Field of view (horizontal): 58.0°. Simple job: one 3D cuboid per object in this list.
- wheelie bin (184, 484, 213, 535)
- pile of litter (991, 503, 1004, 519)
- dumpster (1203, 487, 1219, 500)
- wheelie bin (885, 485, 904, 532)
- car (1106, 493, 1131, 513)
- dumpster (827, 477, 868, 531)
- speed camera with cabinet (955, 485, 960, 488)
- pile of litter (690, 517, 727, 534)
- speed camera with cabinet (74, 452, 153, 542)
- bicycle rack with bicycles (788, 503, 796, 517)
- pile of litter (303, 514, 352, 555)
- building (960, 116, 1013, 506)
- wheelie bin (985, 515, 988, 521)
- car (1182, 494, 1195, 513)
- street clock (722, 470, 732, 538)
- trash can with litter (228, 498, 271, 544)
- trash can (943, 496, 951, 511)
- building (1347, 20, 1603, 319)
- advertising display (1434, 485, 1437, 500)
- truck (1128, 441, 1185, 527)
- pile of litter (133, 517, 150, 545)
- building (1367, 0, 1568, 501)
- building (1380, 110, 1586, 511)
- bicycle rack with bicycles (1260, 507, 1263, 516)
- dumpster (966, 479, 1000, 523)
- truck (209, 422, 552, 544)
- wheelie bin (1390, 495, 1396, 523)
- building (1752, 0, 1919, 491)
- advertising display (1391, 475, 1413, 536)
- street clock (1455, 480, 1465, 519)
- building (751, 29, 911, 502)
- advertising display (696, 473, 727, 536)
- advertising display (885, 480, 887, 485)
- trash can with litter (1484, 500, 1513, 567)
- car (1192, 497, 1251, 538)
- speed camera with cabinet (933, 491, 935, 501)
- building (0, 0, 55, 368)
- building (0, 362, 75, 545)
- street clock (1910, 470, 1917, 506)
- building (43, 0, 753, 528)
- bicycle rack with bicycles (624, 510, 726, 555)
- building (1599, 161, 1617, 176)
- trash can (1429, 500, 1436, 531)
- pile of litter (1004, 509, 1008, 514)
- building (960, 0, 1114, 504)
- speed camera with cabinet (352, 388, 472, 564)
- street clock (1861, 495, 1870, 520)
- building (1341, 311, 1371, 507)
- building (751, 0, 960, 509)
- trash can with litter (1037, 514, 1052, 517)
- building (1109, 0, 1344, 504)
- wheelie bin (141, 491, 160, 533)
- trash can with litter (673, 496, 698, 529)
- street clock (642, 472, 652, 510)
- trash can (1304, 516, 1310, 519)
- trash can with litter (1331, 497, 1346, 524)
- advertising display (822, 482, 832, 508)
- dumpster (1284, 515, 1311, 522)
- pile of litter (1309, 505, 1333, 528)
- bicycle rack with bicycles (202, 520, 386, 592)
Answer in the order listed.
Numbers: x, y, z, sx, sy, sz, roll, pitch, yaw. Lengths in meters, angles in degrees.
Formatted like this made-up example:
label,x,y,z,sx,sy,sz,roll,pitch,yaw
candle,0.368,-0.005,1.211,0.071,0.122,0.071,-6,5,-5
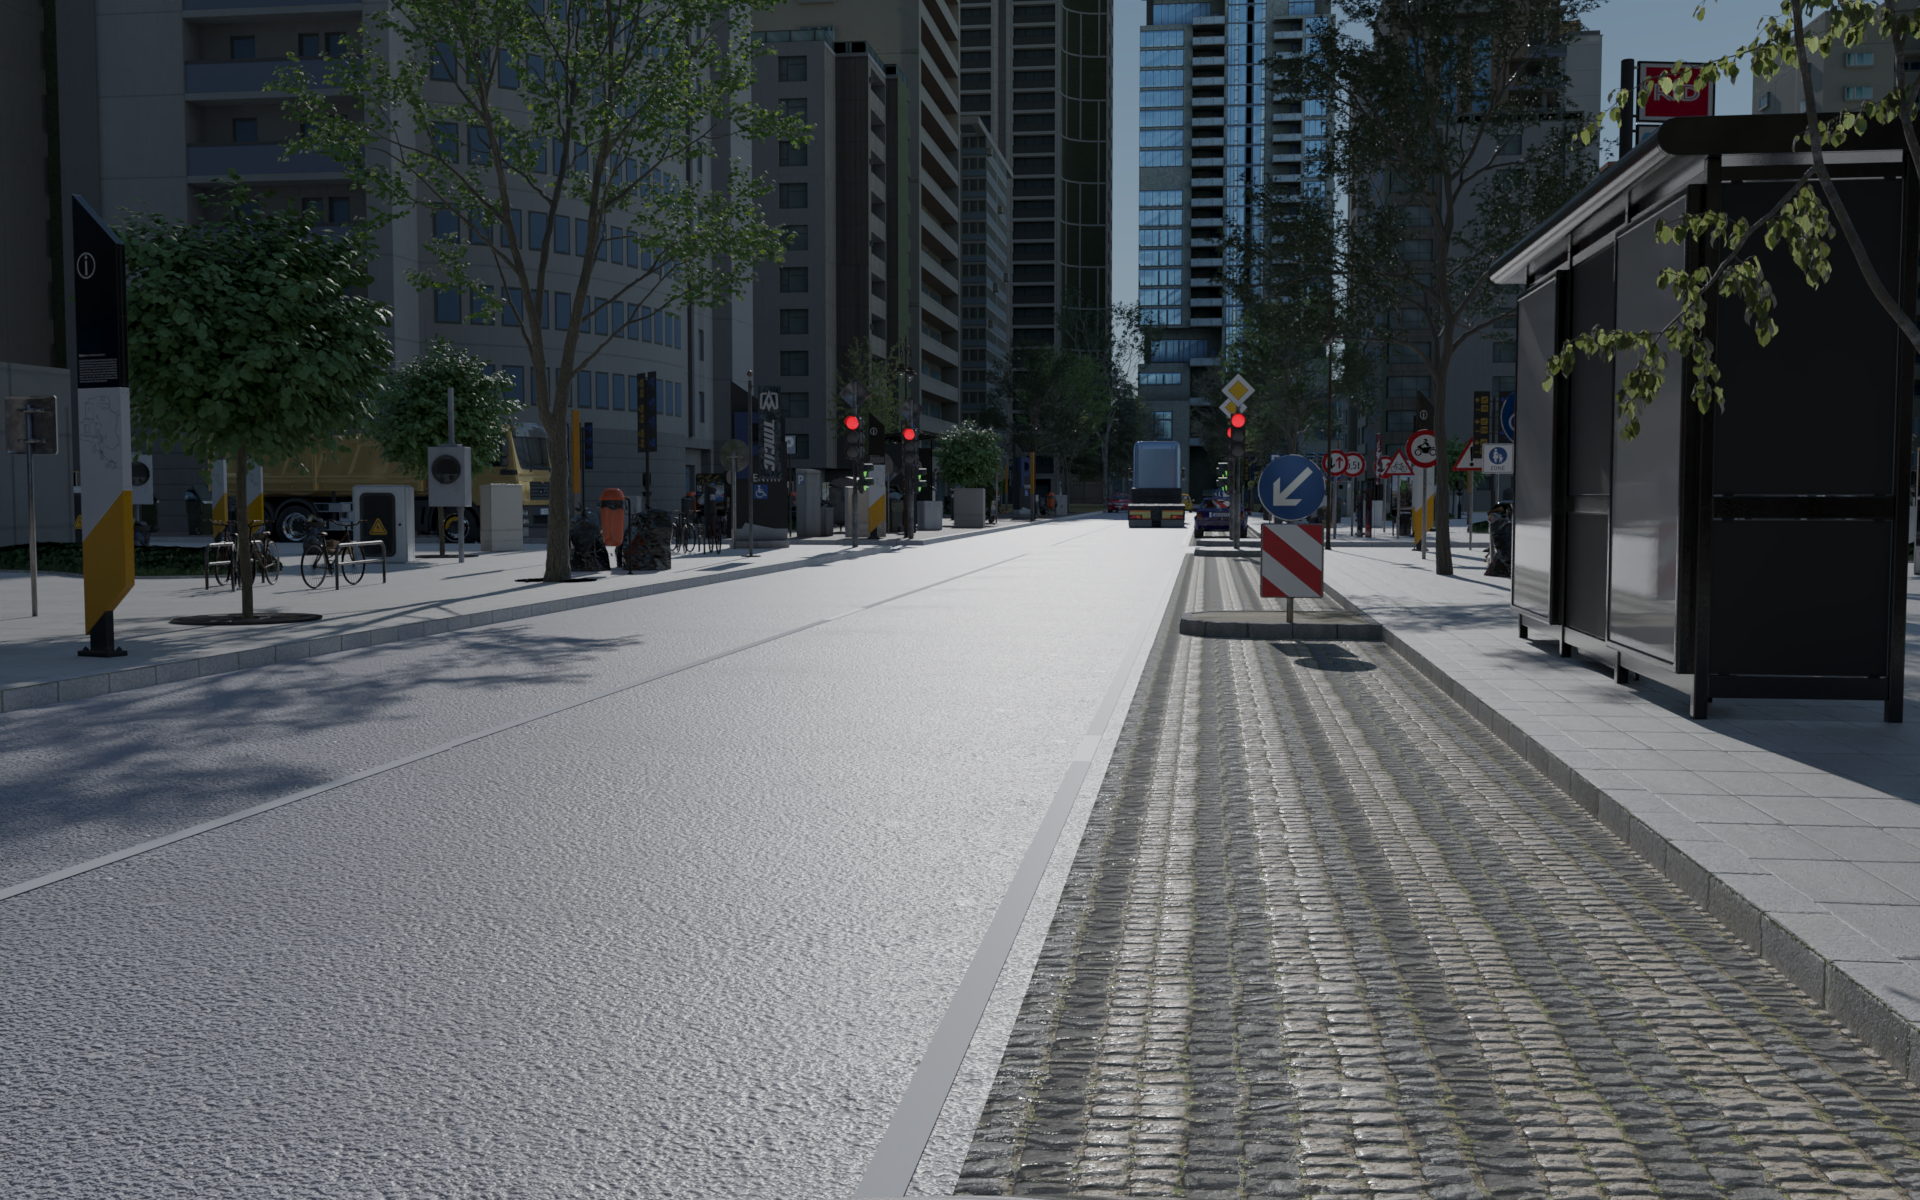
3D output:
label,x,y,z,sx,sy,sz,roll,pitch,yaw
wheelie bin,-23.966,-2.851,54.527,0.693,1.594,0.980,1,4,15
pile of litter,1.233,-4.539,88.180,1.176,0.858,1.719,-1,4,-19
dumpster,28.700,-11.789,197.698,1.985,2.255,1.502,1,4,9
wheelie bin,-2.309,-3.105,58.679,0.693,1.594,0.980,-3,5,-44
car,12.281,-7.557,132.593,2.155,1.783,4.494,1,4,9
dumpster,-3.773,-3.254,58.965,1.264,1.857,1.865,0,4,8
speed camera with cabinet,0.659,-7.691,120.080,2.038,3.252,0.660,1,4,21
pile of litter,-7.921,-2.542,55.535,1.719,0.858,1.176,0,4,5
speed camera with cabinet,-18.763,-2.658,37.802,0.660,3.252,2.038,3,5,41
bicycle rack with bicycles,-7.117,-3.320,67.662,2.925,0.926,2.852,0,4,-8
pile of litter,-13.513,-1.410,37.025,1.176,0.858,1.719,0,4,-4
building,-7.501,-29.602,175.876,23.993,40.220,32.217,0,4,8
wheelie bin,0.931,-4.632,83.637,0.693,1.594,0.980,1,4,23
car,17.128,-7.574,134.060,2.015,1.641,3.980,1,4,9
street clock,-6.693,-2.813,50.558,0.471,2.002,0.358,-3,5,-41
trash can with litter,-18.320,-2.035,44.665,1.055,1.170,0.624,0,4,1
trash can,-0.830,-6.778,122.477,0.748,1.137,0.748,0,3,0
building,64.415,-41.531,221.031,28.212,58.520,21.231,0,4,8
advertising display,30.498,-6.419,110.161,0.123,1.923,0.974,-3,5,-41
truck,9.378,-5.678,82.601,2.967,4.110,18.799,0,4,6
pile of litter,-15.314,-1.154,32.840,1.176,0.858,1.719,-1,4,-12
building,42.830,-30.465,148.219,14.600,45.320,14.200,0,4,8
building,39.860,-22.204,134.741,14.160,30.474,14.107,0,4,8
bicycle rack with bicycles,18.518,-5.159,97.729,2.925,0.926,2.852,1,4,15
dumpster,0.950,-4.576,77.312,1.502,2.255,1.985,1,4,8
truck,-15.141,-3.114,46.835,9.791,3.379,3.469,1,4,8
wheelie bin,19.293,-4.155,75.838,0.980,1.594,0.693,2,4,31
building,90.244,-33.223,166.895,21.600,48.544,21.300,0,4,8
advertising display,13.605,-2.915,52.873,0.123,1.923,0.974,-3,5,-44
street clock,25.567,-5.142,88.636,0.471,2.002,0.358,1,4,10
building,-11.279,-20.821,112.118,14.160,30.474,14.107,0,4,8
advertising display,-7.700,-2.960,53.607,0.974,1.923,0.123,1,4,14
advertising display,-2.672,-3.441,61.479,0.123,1.923,0.974,0,4,-5
trash can with litter,9.386,-1.153,30.234,0.624,1.170,1.055,0,4,1
car,8.652,-2.736,57.309,1.945,1.354,3.894,1,4,10
speed camera with cabinet,-1.877,-5.468,83.745,0.660,3.252,2.038,2,4,24
building,-44.153,-18.318,71.205,14.107,30.474,14.160,0,4,8
building,-29.082,-35.787,23.366,20.611,71.187,20.563,0,4,8
street clock,29.135,-2.949,52.794,0.358,2.002,0.471,0,4,4
building,-23.101,-32.679,76.308,21.231,58.520,28.212,0,4,8
bicycle rack with bicycles,-6.380,-1.483,37.632,2.852,0.926,2.925,-1,4,-11
building,93.255,-34.495,218.620,28.867,44.769,22.147,0,4,8
trash can,16.300,-2.929,59.541,0.748,1.137,0.748,0,3,0
pile of litter,2.636,-6.093,113.582,1.719,0.858,1.176,-3,4,-38
building,9.286,-48.326,228.380,20.611,71.187,20.563,0,4,8
speed camera with cabinet,-10.135,-2.306,32.031,2.038,3.252,0.660,0,4,-4
street clock,29.197,-3.137,55.864,0.358,2.002,0.471,0,4,0
building,52.532,-19.832,169.292,27.650,21.520,28.899,0,4,8
building,-12.016,-31.411,137.264,21.300,48.544,21.600,0,4,8
trash can with litter,4.285,-5.289,97.532,2.233,1.210,1.678,-2,4,-24
building,35.196,-55.799,224.982,31.000,86.520,22.319,0,4,8
wheelie bin,-27.138,-3.055,57.861,0.693,1.594,0.980,-1,4,-19
trash can with litter,-10.533,-3.269,64.512,2.233,1.210,1.678,-3,5,-41
street clock,-10.336,-3.218,57.188,0.358,2.002,0.471,0,4,-3
trash can,17.770,-4.750,89.321,0.748,1.137,0.748,0,3,0
trash can with litter,16.387,-3.934,75.710,0.624,1.170,1.055,2,4,33
advertising display,-7.279,-5.471,94.657,0.123,1.923,0.974,-2,4,-33
dumpster,15.240,-4.413,77.917,1.264,1.857,1.865,1,4,8
pile of litter,13.643,-3.156,65.561,1.176,0.858,1.719,-3,4,-38
bicycle rack with bicycles,-9.323,-0.642,23.883,2.852,0.926,2.925,0,4,3
